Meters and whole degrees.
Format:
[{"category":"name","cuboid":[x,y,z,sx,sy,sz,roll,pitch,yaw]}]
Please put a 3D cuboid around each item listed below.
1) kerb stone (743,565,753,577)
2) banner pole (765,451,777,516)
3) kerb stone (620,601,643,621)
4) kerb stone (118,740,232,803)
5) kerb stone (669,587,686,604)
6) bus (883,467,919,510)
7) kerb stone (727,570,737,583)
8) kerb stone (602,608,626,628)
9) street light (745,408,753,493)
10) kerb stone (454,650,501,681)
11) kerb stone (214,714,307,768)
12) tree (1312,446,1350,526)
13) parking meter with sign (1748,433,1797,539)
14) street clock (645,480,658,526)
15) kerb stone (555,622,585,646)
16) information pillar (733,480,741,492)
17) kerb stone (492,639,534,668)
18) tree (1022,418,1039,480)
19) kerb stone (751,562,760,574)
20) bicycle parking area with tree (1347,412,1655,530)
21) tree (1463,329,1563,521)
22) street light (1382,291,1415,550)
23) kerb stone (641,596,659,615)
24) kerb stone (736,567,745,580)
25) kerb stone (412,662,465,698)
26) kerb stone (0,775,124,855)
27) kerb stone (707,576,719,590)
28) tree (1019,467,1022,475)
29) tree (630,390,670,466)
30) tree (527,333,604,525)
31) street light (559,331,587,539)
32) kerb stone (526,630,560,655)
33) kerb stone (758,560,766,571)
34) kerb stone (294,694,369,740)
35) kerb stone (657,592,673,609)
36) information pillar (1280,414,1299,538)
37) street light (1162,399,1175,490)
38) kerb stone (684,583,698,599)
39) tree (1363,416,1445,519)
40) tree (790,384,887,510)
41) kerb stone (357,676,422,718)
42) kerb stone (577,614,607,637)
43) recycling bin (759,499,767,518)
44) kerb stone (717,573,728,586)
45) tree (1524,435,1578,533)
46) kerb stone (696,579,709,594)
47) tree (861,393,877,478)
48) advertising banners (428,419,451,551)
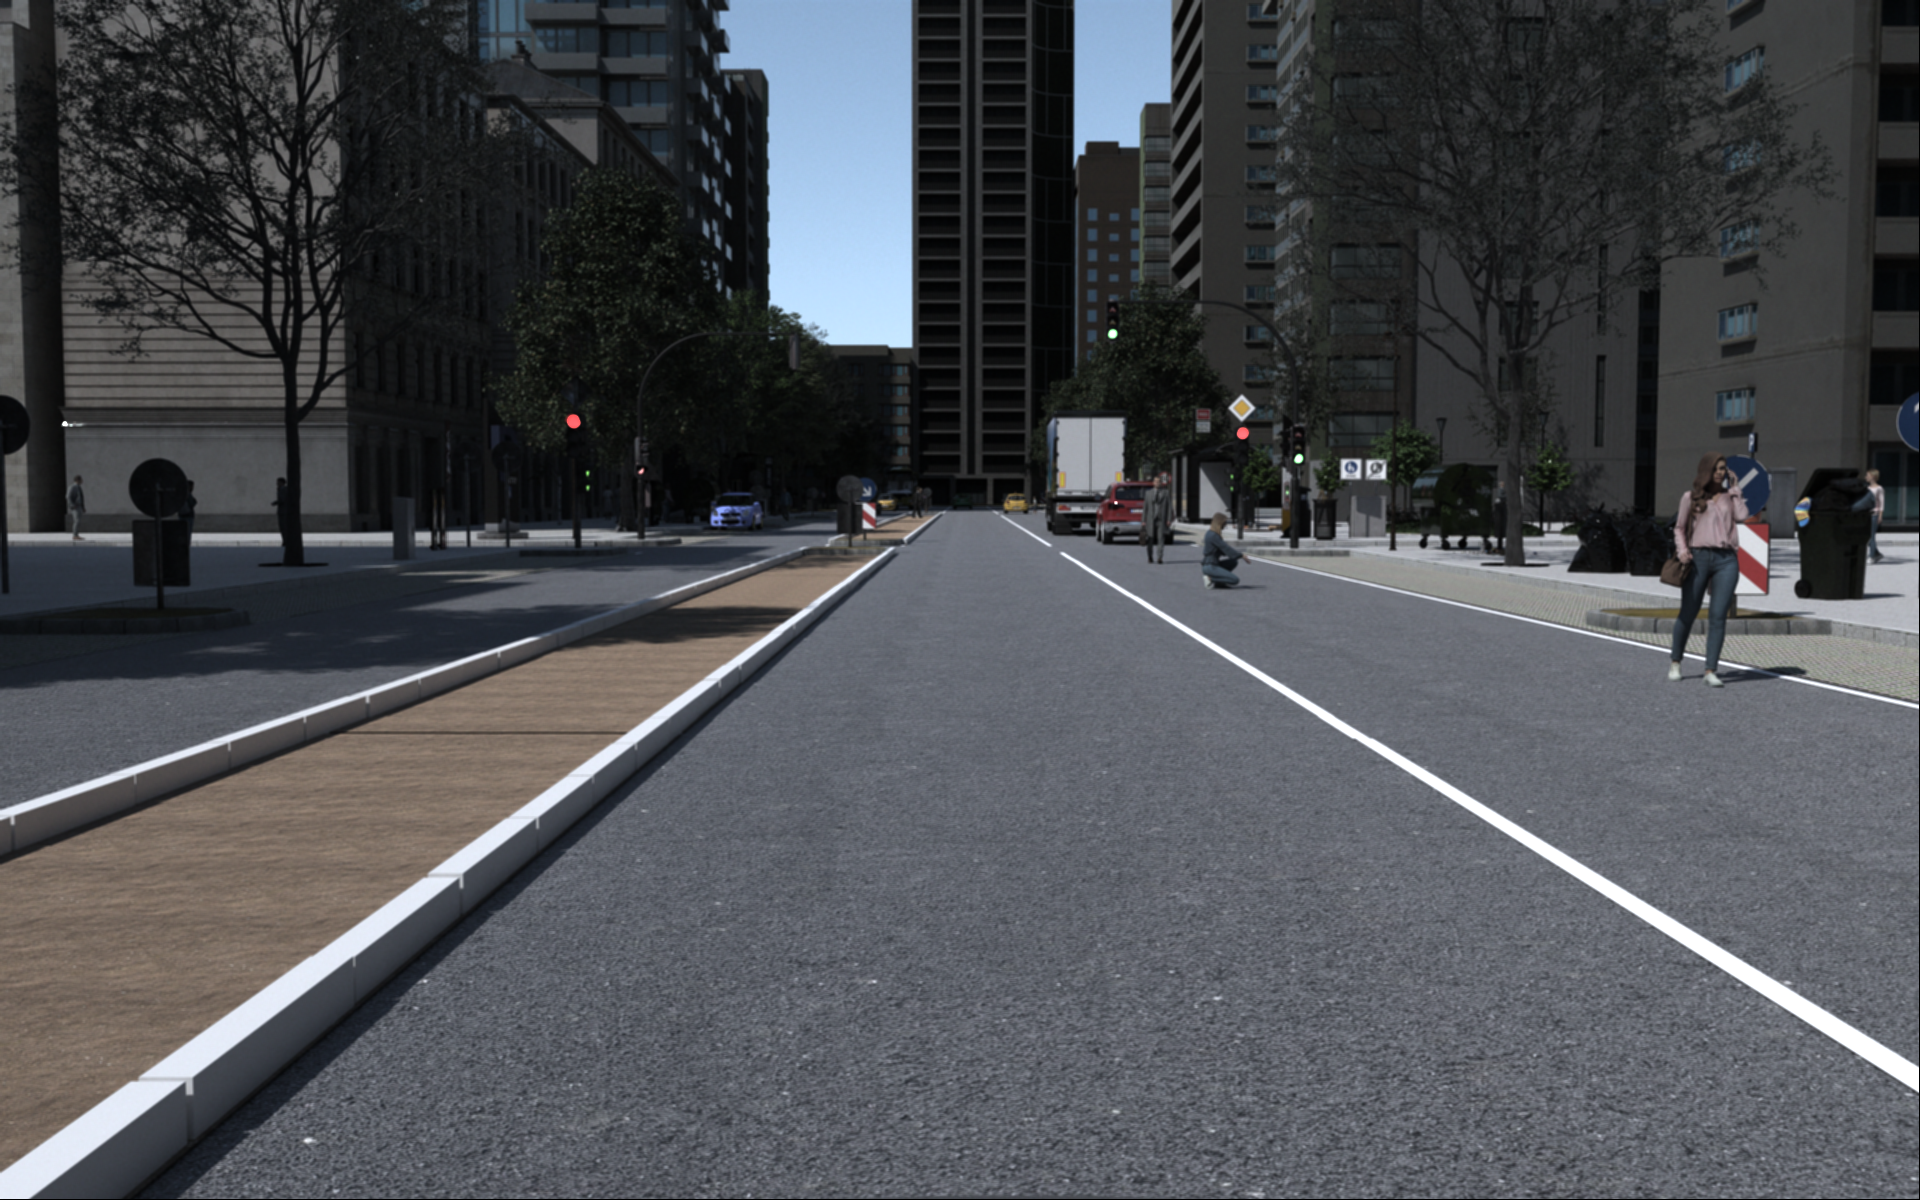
[{"category":"kerb stone","cuboid":[-3.757,-0.475,29.979,0.120,0.150,1.000,0,4,0]},{"category":"banner pole","cuboid":[-10.887,-6.737,100.167,0.863,3.779,0.401,0,4,3]},{"category":"kerb stone","cuboid":[-3.789,0.151,19.723,0.120,0.150,1.000,0,4,0]},{"category":"kerb stone","cuboid":[-3.837,0.843,8.443,0.120,0.150,1.000,0,4,0]},{"category":"kerb stone","cuboid":[-3.782,-0.035,22.808,0.120,0.150,1.000,0,4,0]},{"category":"bus","cuboid":[-5.384,-10.435,162.160,2.896,3.916,12.252,0,4,1]},{"category":"kerb stone","cuboid":[-3.760,-0.345,27.929,0.120,0.150,1.000,0,4,0]},{"category":"kerb stone","cuboid":[-3.791,0.217,18.691,0.120,0.150,1.000,0,4,0]},{"category":"street light","cuboid":[-10.927,-7.138,89.496,0.468,5.910,1.993,0,4,0]},{"category":"kerb stone","cuboid":[-3.812,0.528,13.566,0.120,0.150,1.000,0,4,0]},{"category":"kerb stone","cuboid":[-3.837,0.778,9.470,0.120,0.150,1.000,0,4,0]},{"category":"tree","cuboid":[14.906,-4.567,69.265,1.663,3.219,1.824,0,3,0]},{"category":"parking meter with sign","cuboid":[23.445,-3.248,49.365,1.738,3.016,0.543,1,4,8]},{"category":"street clock","cuboid":[-12.237,-3.923,68.710,0.471,2.002,0.358,1,4,21]},{"category":"kerb stone","cuboid":[-3.800,0.348,16.640,0.120,0.150,1.000,0,4,0]},{"category":"information pillar","cuboid":[-11.658,-5.258,90.453,0.304,2.012,0.304,1,4,22]},{"category":"kerb stone","cuboid":[-3.800,0.465,14.593,0.120,0.150,1.000,0,4,0]},{"category":"tree","cuboid":[10.689,-13.390,135.941,9.611,12.733,9.660,0,3,0]},{"category":"kerb stone","cuboid":[-3.749,-0.535,31.001,0.120,0.150,1.000,0,4,0]},{"category":"bicycle parking area with tree","cuboid":[19.438,-4.654,63.092,9.016,4.147,8.231,-1,4,-13]},{"category":"tree","cuboid":[24.324,-7.649,75.423,4.360,8.622,3.978,0,3,0]},{"category":"street light","cuboid":[9.877,-4.071,39.342,0.468,5.910,1.993,0,4,0]},{"category":"kerb stone","cuboid":[-3.784,0.090,20.745,0.120,0.150,1.000,0,4,0]},{"category":"kerb stone","cuboid":[-3.760,-0.413,28.951,0.120,0.150,1.000,0,4,0]},{"category":"kerb stone","cuboid":[-3.811,0.590,12.544,0.120,0.150,1.000,0,4,0]},{"category":"kerb stone","cuboid":[-3.831,0.904,7.414,0.120,0.150,1.000,0,4,0]},{"category":"kerb stone","cuboid":[-3.772,-0.221,25.885,0.120,0.150,1.000,0,4,0]},{"category":"tree","cuboid":[10.500,-15.265,166.586,9.611,12.733,9.660,0,3,0]},{"category":"tree","cuboid":[-16.729,-8.664,92.025,4.737,8.622,4.395,0,3,0]},{"category":"tree","cuboid":[-16.490,-7.407,71.459,4.360,8.622,3.978,0,3,0]},{"category":"street light","cuboid":[-11.014,-4.684,49.369,0.468,5.910,1.993,0,4,0]},{"category":"kerb stone","cuboid":[-3.809,0.408,15.618,0.120,0.150,1.000,0,4,0]},{"category":"kerb stone","cuboid":[-3.748,-0.599,32.022,0.120,0.150,1.000,0,4,0]},{"category":"kerb stone","cuboid":[-3.831,0.716,10.492,0.120,0.150,1.000,0,4,0]},{"category":"kerb stone","cuboid":[-3.784,0.032,21.771,0.120,0.150,1.000,0,4,0]},{"category":"information pillar","cuboid":[9.633,-3.620,50.536,0.504,3.616,0.183,0,4,-4]},{"category":"street light","cuboid":[10.111,-6.817,84.247,0.468,5.910,1.993,0,4,0]},{"category":"kerb stone","cuboid":[-3.782,-0.097,23.830,0.120,0.150,1.000,0,4,0]},{"category":"tree","cuboid":[18.755,-5.477,73.263,4.285,4.588,4.351,0,3,0]},{"category":"tree","cuboid":[-10.654,-12.778,143.333,7.601,10.594,8.767,0,4,5]},{"category":"kerb stone","cuboid":[-3.815,0.653,11.520,0.120,0.150,1.000,0,4,0]},{"category":"kerb stone","cuboid":[-3.794,0.278,17.669,0.120,0.150,1.000,0,4,0]},{"category":"recycling bin","cuboid":[-10.942,-5.005,94.391,0.722,1.027,0.722,-1,4,-16]},{"category":"kerb stone","cuboid":[-3.766,-0.287,26.907,0.120,0.150,1.000,0,4,0]},{"category":"tree","cuboid":[19.264,-3.813,56.949,1.663,3.219,1.824,0,3,0]},{"category":"kerb stone","cuboid":[-3.775,-0.163,24.858,0.120,0.150,1.000,0,4,0]},{"category":"tree","cuboid":[-11.492,-14.635,157.416,7.486,12.596,7.792,0,3,0]},{"category":"advertising banners","cuboid":[-12.020,-2.688,40.136,0.090,3.025,2.074,0,4,-3]}]
